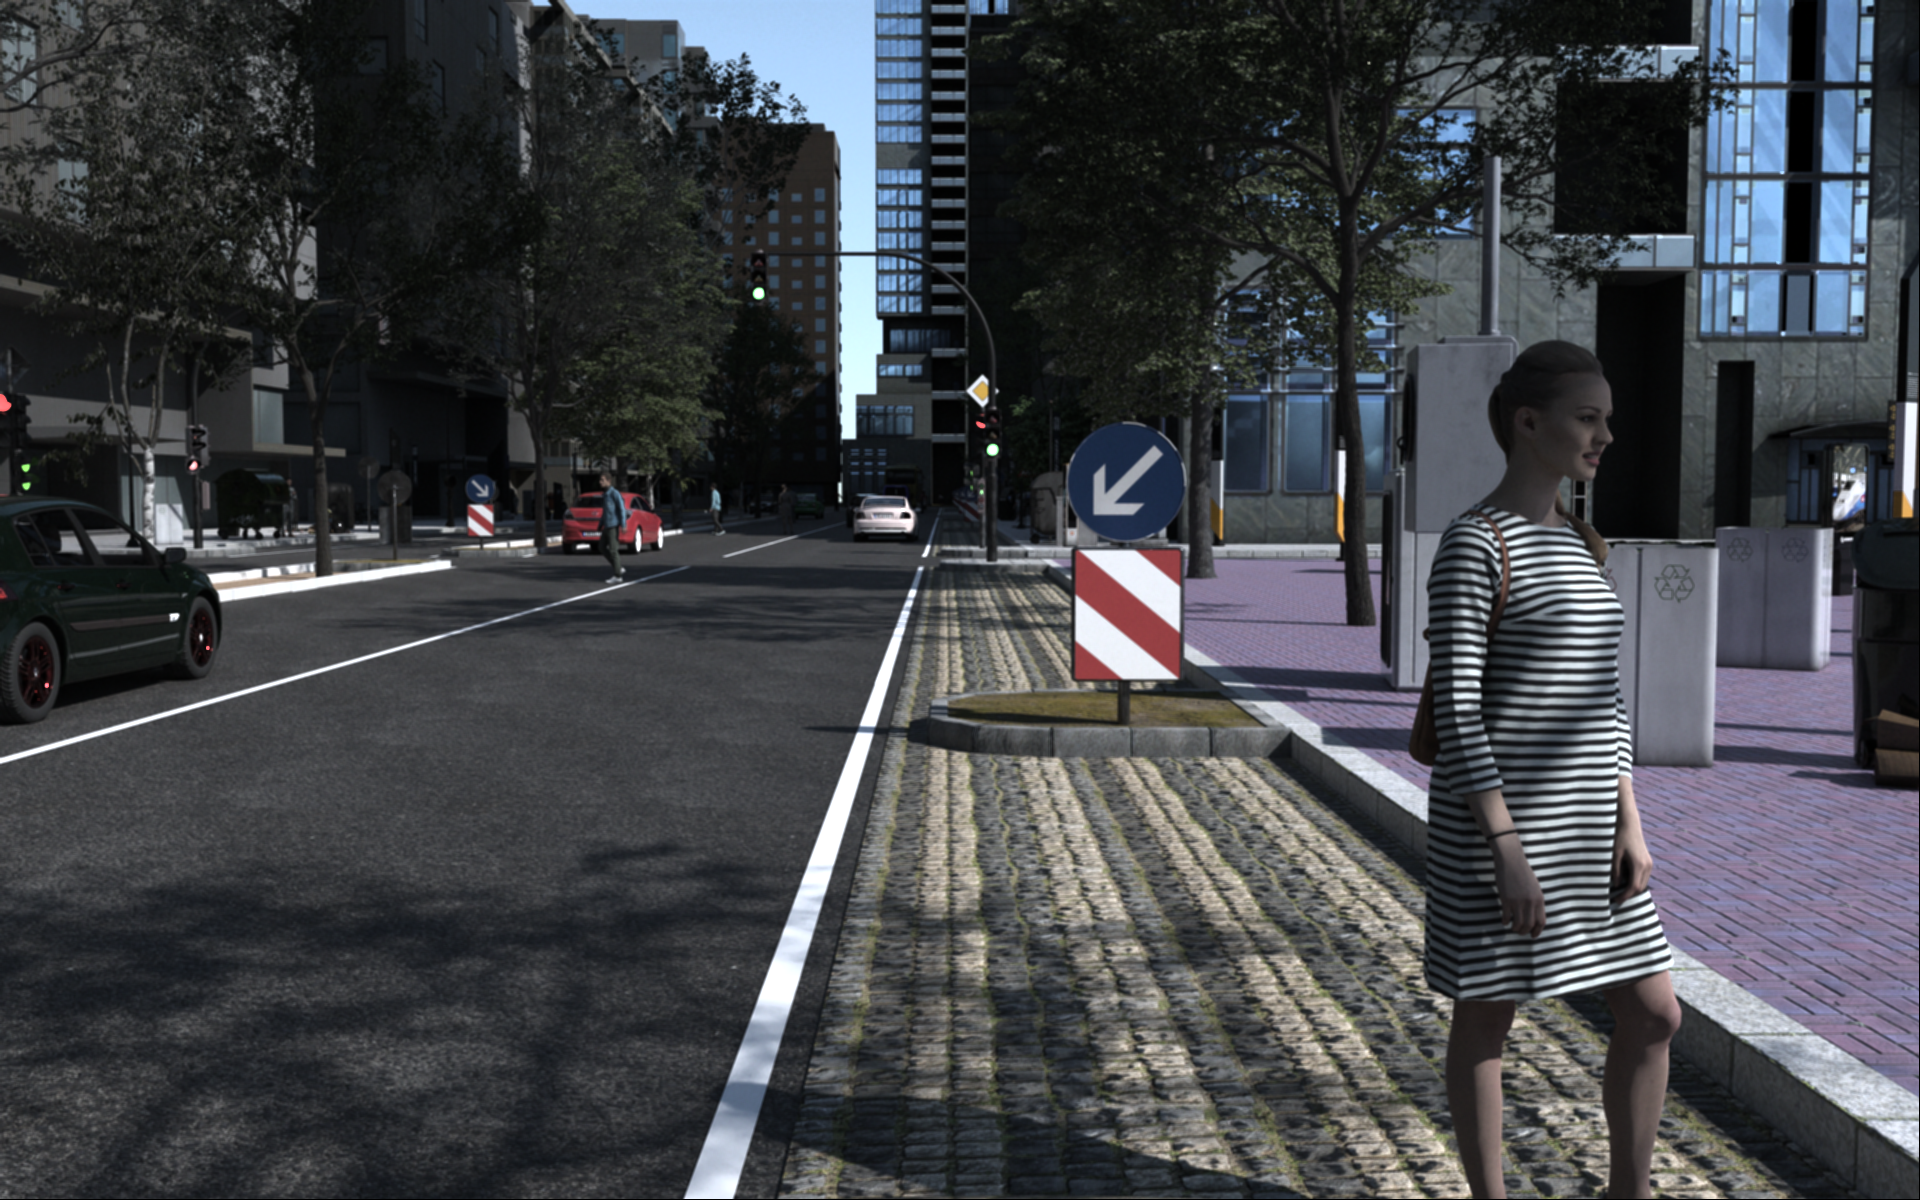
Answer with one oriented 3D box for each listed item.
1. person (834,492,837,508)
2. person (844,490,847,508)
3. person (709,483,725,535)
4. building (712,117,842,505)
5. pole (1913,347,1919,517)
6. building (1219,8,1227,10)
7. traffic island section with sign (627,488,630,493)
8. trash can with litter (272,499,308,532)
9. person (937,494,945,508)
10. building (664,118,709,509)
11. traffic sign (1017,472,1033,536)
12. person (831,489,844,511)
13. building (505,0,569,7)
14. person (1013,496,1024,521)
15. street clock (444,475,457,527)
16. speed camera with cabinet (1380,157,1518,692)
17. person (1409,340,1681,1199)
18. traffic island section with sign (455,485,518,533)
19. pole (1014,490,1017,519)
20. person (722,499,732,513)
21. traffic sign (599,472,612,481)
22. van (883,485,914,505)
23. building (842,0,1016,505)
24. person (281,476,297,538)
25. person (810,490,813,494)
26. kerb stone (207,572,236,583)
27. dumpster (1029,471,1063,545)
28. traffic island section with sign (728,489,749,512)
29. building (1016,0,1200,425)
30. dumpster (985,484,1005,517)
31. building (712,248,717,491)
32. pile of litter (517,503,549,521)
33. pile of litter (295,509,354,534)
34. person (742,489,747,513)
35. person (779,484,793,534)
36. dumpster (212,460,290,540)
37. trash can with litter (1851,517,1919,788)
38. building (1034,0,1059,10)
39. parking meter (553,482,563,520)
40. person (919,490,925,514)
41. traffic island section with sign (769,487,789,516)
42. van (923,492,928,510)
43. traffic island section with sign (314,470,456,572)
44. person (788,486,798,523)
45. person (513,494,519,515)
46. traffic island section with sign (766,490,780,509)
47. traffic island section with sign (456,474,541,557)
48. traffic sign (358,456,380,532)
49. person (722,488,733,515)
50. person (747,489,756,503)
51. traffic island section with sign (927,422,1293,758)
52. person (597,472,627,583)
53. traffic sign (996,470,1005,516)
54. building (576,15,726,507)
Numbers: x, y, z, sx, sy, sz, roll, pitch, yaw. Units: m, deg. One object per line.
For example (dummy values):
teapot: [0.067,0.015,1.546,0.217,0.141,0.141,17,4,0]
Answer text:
person: [-12.946,-10.549,181.800,0.721,1.723,1.217,1,4,15]
person: [-11.878,-10.466,179.649,0.705,1.821,1.348,0,4,-5]
person: [-8.511,-3.186,60.607,0.620,1.820,0.660,0,4,4]
building: [-21.735,-34.179,208.932,14.200,45.320,14.600,0,4,0]
pole: [5.078,-0.926,8.975,0.158,3.312,0.155,0,3,0]
building: [12.413,-26.673,86.210,14.600,45.320,14.200,0,4,0]
traffic island section with sign: [-17.992,-5.130,92.511,1.989,1.847,2.006,0,4,0]
trash can with litter: [-22.744,-2.917,58.755,1.678,1.210,2.233,-1,4,-11]
person: [-1.972,-10.205,178.546,0.628,1.438,0.799,3,5,41]
building: [-39.345,-28.174,152.528,32.217,40.220,23.993,0,4,0]
traffic sign: [2.198,-3.252,53.169,0.884,2.594,0.081,0,4,5]
person: [-10.273,-8.322,144.533,1.348,1.831,0.705,2,4,30]
building: [-39.978,-26.623,127.163,32.217,40.220,23.993,0,4,0]
person: [2.792,-4.353,82.225,0.505,1.210,0.382,-1,4,-19]
street clock: [-19.656,-3.808,66.825,0.358,2.002,0.471,2,4,24]
speed camera with cabinet: [3.059,-1.019,10.998,0.660,3.252,2.038,1,4,9]
person: [1.035,0.391,3.109,0.512,1.701,0.522,-3,4,-36]
traffic island section with sign: [-17.763,-3.463,65.248,1.989,1.847,2.006,0,4,0]
pole: [2.860,-5.845,89.407,0.158,3.312,0.155,0,3,0]
person: [-17.864,-7.527,131.590,1.348,1.821,0.705,-2,4,-29]
traffic sign: [-20.092,-6.001,98.215,0.768,2.556,0.104,0,4,1]
van: [-4.495,-7.305,123.818,2.240,2.365,5.245,0,4,1]
building: [1.586,-54.971,211.452,31.000,86.520,22.319,0,4,0]
person: [-19.848,-2.751,51.206,0.466,1.800,0.511,2,4,23]
person: [-13.550,-9.205,159.522,0.721,1.766,1.217,2,4,24]
kerb stone: [-11.956,-0.347,27.862,0.120,0.150,1.000,0,4,0]
dumpster: [2.436,-2.376,44.599,1.264,1.857,1.865,0,4,0]
traffic island section with sign: [-18.404,-8.182,142.401,1.989,1.847,2.006,0,4,0]
building: [11.602,-29.868,138.456,14.600,45.320,14.200,0,4,0]
dumpster: [2.045,-5.644,98.039,1.264,1.857,1.865,0,4,-1]
building: [-39.989,-36.011,212.487,21.600,48.544,21.300,0,4,0]
pile of litter: [-20.644,-4.276,83.875,1.719,0.858,1.176,-1,4,-15]
pile of litter: [-20.421,-2.551,55.666,1.719,0.858,1.176,0,4,-7]
person: [-16.268,-7.492,130.962,0.705,1.831,1.348,0,4,0]
person: [-6.208,-3.232,61.683,0.599,1.781,0.374,-2,4,-26]
dumpster: [-20.053,-2.844,48.987,1.502,2.255,1.985,0,4,-1]
trash can with litter: [4.407,0.215,7.875,0.624,1.170,1.055,1,4,22]
building: [12.097,-26.965,124.468,14.154,41.232,14.086,0,4,0]
parking meter: [-19.847,-4.884,85.564,0.399,1.863,0.255,-3,4,-37]
person: [-2.865,-7.211,127.117,0.721,1.743,1.217,1,4,10]
traffic island section with sign: [-11.628,-6.566,115.491,2.006,1.907,1.989,0,4,0]
van: [-3.938,-9.411,160.878,2.013,2.044,4.112,0,4,-2]
traffic island section with sign: [-10.944,-1.518,32.948,2.006,1.907,1.989,0,4,0]
person: [-8.256,-4.670,84.953,0.391,1.810,0.635,3,5,44]
person: [-27.395,-5.902,106.816,0.425,1.301,0.394,1,4,11]
traffic island section with sign: [-18.638,-9.830,169.355,1.989,1.847,2.006,0,4,0]
traffic island section with sign: [-10.996,-1.971,40.355,2.006,1.907,1.989,0,4,0]
traffic sign: [-19.870,-3.554,58.215,0.768,2.556,0.104,0,4,8]
person: [-15.916,-6.668,117.149,1.348,1.869,0.705,-2,4,-31]
person: [-17.471,-8.419,145.775,1.348,1.869,0.705,-1,4,-16]
traffic island section with sign: [0.802,-0.102,10.294,1.989,1.847,2.006,0,4,0]
person: [-5.603,-1.170,27.973,0.444,1.785,0.601,-2,4,-29]
traffic sign: [2.020,-5.682,93.003,0.768,2.556,0.104,0,4,6]
building: [-39.782,-34.054,176.385,30.456,49.044,23.786,0,4,0]
